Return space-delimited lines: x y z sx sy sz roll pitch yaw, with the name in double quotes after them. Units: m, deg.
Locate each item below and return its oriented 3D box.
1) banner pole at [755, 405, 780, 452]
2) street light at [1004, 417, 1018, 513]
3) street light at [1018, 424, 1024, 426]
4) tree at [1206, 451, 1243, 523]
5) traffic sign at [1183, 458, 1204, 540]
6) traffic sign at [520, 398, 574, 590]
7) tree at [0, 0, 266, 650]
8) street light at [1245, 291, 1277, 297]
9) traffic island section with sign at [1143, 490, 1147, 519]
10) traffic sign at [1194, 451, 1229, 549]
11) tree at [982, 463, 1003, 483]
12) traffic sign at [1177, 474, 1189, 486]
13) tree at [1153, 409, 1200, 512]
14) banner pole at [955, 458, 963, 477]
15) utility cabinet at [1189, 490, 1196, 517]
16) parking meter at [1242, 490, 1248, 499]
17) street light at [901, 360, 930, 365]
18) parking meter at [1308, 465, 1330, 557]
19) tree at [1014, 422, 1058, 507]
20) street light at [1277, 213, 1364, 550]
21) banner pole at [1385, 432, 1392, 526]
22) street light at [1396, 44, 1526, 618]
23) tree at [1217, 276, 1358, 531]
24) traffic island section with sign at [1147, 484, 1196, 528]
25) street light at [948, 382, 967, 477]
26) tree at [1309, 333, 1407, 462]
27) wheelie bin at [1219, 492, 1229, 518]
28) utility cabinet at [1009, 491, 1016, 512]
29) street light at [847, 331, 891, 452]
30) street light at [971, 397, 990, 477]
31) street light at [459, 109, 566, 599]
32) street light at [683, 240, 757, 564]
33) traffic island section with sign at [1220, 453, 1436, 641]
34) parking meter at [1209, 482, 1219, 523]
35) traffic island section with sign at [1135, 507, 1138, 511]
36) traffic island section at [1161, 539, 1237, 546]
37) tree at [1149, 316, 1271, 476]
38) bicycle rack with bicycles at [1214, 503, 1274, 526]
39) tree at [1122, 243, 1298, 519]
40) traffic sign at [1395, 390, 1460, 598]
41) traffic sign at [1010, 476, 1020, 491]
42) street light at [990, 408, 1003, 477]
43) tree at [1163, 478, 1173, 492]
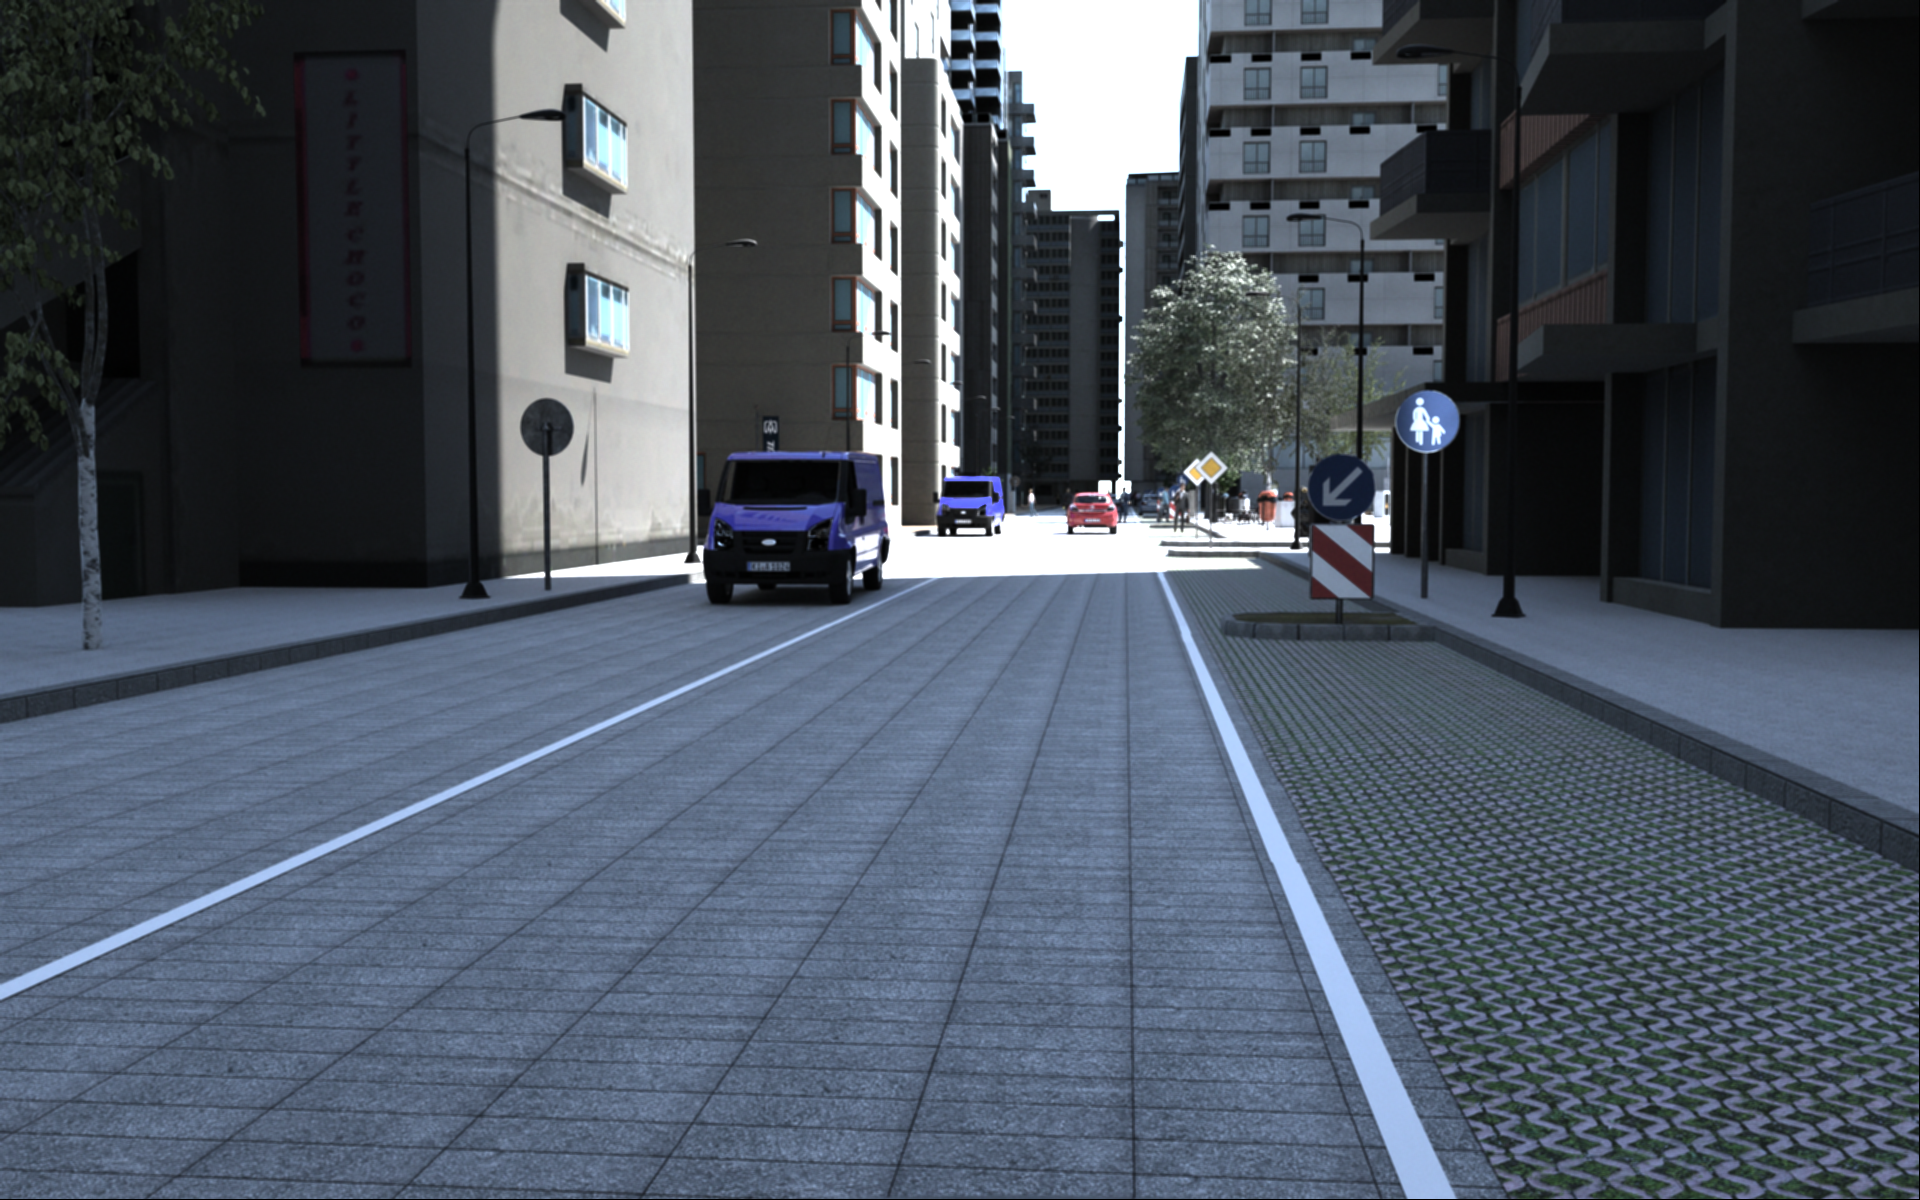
-5.489 -3.600 48.878 0.863 3.779 0.401 -1 4 -19 "banner pole"
2.569 -8.054 104.223 1.470 5.913 1.316 0 4 5 "street light"
3.545 -8.713 114.994 1.470 5.913 1.316 0 4 5 "street light"
11.641 -5.099 77.965 1.663 3.219 1.824 0 3 0 "tree"
6.576 -2.719 48.091 0.795 2.450 0.064 0 4 5 "traffic sign"
-5.508 -1.405 23.071 0.768 2.556 0.104 1 4 13 "traffic sign"
-7.396 -3.891 13.974 4.737 8.622 4.395 0 3 0 "tree"
7.217 -4.111 39.754 1.470 5.913 1.316 0 4 5 "street light"
11.603 -5.611 100.369 1.989 1.847 2.006 0 4 5 "traffic island section with sign"
5.817 -2.232 40.142 0.795 2.450 0.064 0 4 5 "traffic sign"
1.831 -7.005 109.125 1.663 3.219 1.824 0 3 0 "tree"
14.443 -6.866 112.371 0.768 2.556 0.104 1 4 9 "traffic sign"
16.940 -10.629 124.151 4.737 8.622 4.395 0 3 0 "tree"
-0.076 -8.045 121.560 0.863 3.779 0.401 0 4 7 "banner pole"
12.699 -5.271 94.864 0.318 1.500 1.173 0 4 4 "utility cabinet"
18.050 -6.192 109.654 0.372 1.533 0.369 0 3 0 "parking meter"
-1.724 -5.364 60.244 1.470 5.913 1.316 0 4 5 "street light"
7.328 -1.808 35.276 0.399 1.863 0.255 -1 4 -19 "parking meter"
7.582 -13.601 172.735 4.360 8.622 3.978 0 3 0 "tree"
6.098 -3.439 28.772 1.470 5.913 1.316 0 4 5 "street light"
17.476 -4.897 70.077 0.401 3.779 0.863 0 4 5 "banner pole"
5.211 -2.782 18.032 1.470 5.913 1.316 0 4 5 "street light"
10.863 -6.679 59.567 4.360 8.622 3.978 0 3 0 "tree"
8.950 -3.916 72.653 1.989 1.847 2.006 0 4 5 "traffic island section with sign"
-0.593 -6.063 71.675 1.470 5.913 1.316 0 4 5 "street light"
18.530 -7.930 80.016 4.737 8.622 4.395 0 3 0 "tree"
14.002 -5.218 93.218 0.980 1.594 0.693 1 4 18 "wheelie bin"
3.596 -6.772 119.393 0.318 1.500 1.173 1 4 11 "utility cabinet"
-2.663 -4.706 49.488 1.470 5.913 1.316 0 4 5 "street light"
0.520 -6.733 82.618 1.470 5.913 1.316 0 4 5 "street light"
-5.446 -2.971 21.121 1.470 5.913 1.316 0 4 5 "street light"
-4.408 -3.626 31.823 1.470 5.913 1.316 0 4 5 "street light"
3.703 -0.558 17.747 1.989 1.847 2.006 0 4 5 "traffic island section with sign"
11.238 -4.335 76.591 0.399 1.863 0.255 3 5 45 "parking meter"
16.293 -8.614 149.460 1.989 1.847 2.006 0 4 5 "traffic island section with sign"
6.601 -1.583 48.166 2.009 0.180 2.903 0 4 5 "traffic island section"
15.092 -11.411 104.695 7.486 12.596 7.792 0 3 0 "tree"
11.931 -3.549 71.403 2.925 0.926 2.852 -2 4 -24 "bicycle rack with bicycles"
13.094 -11.204 89.840 9.857 13.997 8.962 0 3 0 "tree"
5.727 -1.295 21.284 0.768 2.556 0.104 1 4 12 "traffic sign"
3.821 -7.374 120.664 0.768 2.556 0.104 1 4 13 "traffic sign"
1.455 -7.400 93.529 1.470 5.913 1.316 0 4 5 "street light"
22.732 -12.032 191.321 1.663 3.219 1.824 0 3 0 "tree"
